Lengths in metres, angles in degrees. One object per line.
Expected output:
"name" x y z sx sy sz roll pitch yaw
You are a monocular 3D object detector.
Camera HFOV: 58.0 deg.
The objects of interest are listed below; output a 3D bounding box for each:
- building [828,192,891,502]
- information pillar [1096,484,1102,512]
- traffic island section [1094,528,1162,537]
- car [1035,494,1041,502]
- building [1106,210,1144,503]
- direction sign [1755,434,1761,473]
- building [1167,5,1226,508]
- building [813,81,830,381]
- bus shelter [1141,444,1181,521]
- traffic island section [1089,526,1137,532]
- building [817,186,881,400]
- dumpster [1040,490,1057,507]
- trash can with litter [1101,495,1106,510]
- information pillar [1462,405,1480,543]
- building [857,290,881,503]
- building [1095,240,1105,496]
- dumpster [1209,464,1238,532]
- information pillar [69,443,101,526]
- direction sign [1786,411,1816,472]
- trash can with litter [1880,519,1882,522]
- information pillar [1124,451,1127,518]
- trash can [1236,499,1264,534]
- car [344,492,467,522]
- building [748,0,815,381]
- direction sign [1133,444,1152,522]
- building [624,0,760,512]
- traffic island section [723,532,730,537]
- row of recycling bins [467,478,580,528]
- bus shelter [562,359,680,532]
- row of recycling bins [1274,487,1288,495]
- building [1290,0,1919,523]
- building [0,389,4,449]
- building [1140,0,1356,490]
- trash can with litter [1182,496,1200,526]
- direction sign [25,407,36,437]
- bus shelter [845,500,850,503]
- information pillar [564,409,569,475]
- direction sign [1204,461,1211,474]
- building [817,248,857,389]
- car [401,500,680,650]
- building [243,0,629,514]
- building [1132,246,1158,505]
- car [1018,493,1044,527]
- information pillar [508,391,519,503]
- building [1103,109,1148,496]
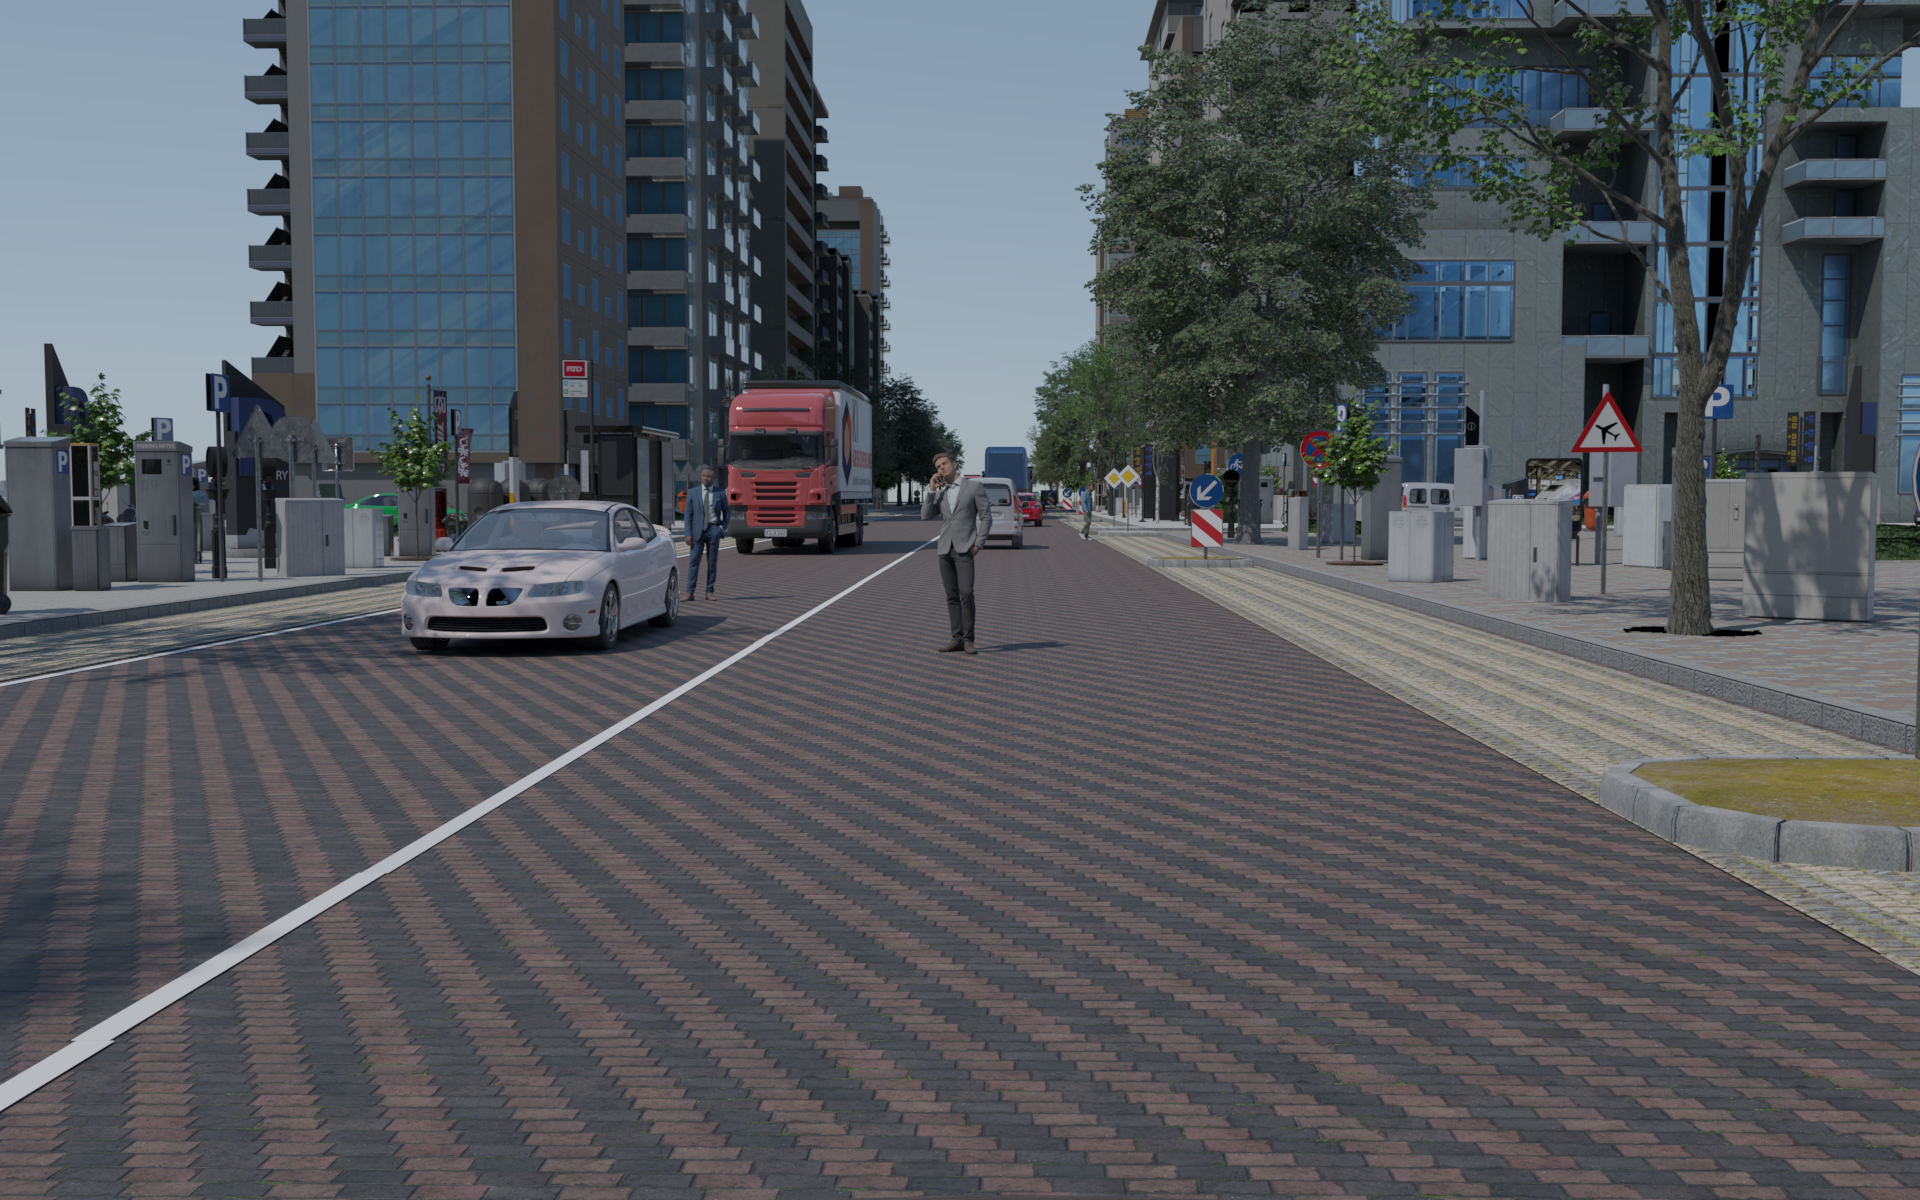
"building" -22.631 -40.244 277.603 23.786 49.044 30.456 0 4 2
"information pillar" 9.732 -7.160 121.561 0.304 2.012 0.304 -2 4 -27
"traffic island section" 5.748 -2.251 59.082 2.009 0.180 2.903 0 4 2
"car" 10.853 -14.171 240.484 1.959 1.807 4.718 0 4 3
"building" 28.194 -34.683 250.667 14.154 41.232 14.086 0 4 2
"direction sign" 30.423 -4.533 66.118 0.379 3.537 0.876 1 4 15
"building" 26.669 -31.219 160.537 14.600 45.320 14.200 0 4 2
"building" -25.281 -32.081 179.156 22.147 44.769 28.867 0 4 2
"bus shelter" 9.648 -5.687 84.262 1.731 3.624 6.357 0 4 2
"traffic island section" 5.981 -2.739 67.063 2.009 0.180 2.903 0 4 2
"building" -19.094 -37.016 255.318 14.600 45.320 14.200 0 4 2
"dumpster" 9.278 -10.553 180.755 1.865 1.857 1.264 0 4 3
"trash can with litter" 11.054 -7.834 139.148 2.233 1.210 1.678 -1 4 -14
"information pillar" 13.502 -3.314 45.547 0.504 3.616 0.183 0 4 3
"building" -18.536 -28.725 241.347 14.160 30.474 14.107 0 4 2
"building" 30.144 -39.318 292.966 14.600 45.320 14.200 0 4 2
"dumpster" 8.831 -3.326 56.871 1.502 2.255 1.985 0 4 2
"information pillar" -12.710 -1.266 25.184 0.304 2.012 0.304 0 4 -4
"direction sign" 23.140 -3.409 47.729 0.379 3.537 0.876 -2 4 -24
"trash can with litter" 37.699 -3.689 71.697 1.055 1.170 0.624 3 4 36
"information pillar" 9.032 -6.332 94.874 0.183 3.616 0.504 0 4 1
"trash can" 7.913 -2.182 47.328 0.748 1.137 0.748 0 3 0
"car" -20.578 -3.387 64.180 4.718 1.807 1.959 0 4 2
"building" -24.779 -32.421 153.789 21.300 48.544 21.600 0 4 2
"direction sign" 8.338 -5.327 79.094 0.876 3.537 0.379 1 4 10
"building" -26.220 -30.674 121.132 23.786 49.044 30.456 0 4 2
"traffic island section" -7.187 -2.274 59.463 2.009 0.180 2.903 0 4 2
"row of recycling bins" -11.121 -2.279 44.380 1.069 1.692 3.534 2 4 30
"bus shelter" -10.687 -4.689 54.299 2.179 5.291 8.768 0 4 2
"row of recycling bins" 19.022 -6.018 105.501 3.534 1.692 1.069 -1 4 -21
"building" 32.223 -47.134 83.315 31.000 86.520 22.319 0 4 2
"building" -65.822 -33.244 85.545 28.212 58.520 21.231 0 4 2
"building" 34.023 -36.188 180.914 28.713 52.752 27.495 0 4 2
"trash can with litter" 9.353 -3.487 68.402 0.624 1.170 1.055 -1 4 -13
"direction sign" -24.452 -3.282 45.656 0.379 3.537 0.876 -1 4 -14
"bus shelter" -8.514 -8.054 125.599 2.014 3.302 5.546 0 4 2
"information pillar" -10.956 -3.478 48.224 0.183 3.616 0.504 -1 4 -9
"direction sign" 16.948 -7.744 118.606 0.379 3.537 0.876 3 5 40
"building" -20.070 -26.276 201.317 14.160 30.474 14.107 0 4 2
"car" -4.069 -0.312 17.456 2.083 1.381 4.827 0 4 2
"building" -24.687 -26.537 83.991 14.600 45.320 14.200 0 4 2
"building" 27.059 -26.353 202.568 14.160 30.474 14.107 0 4 2
"car" 2.717 -4.176 77.325 2.155 1.783 4.494 0 3 0
"information pillar" -10.066 -2.921 39.119 0.183 3.616 0.504 0 4 2
"building" 33.083 -44.594 271.115 21.231 58.520 28.212 0 4 2
